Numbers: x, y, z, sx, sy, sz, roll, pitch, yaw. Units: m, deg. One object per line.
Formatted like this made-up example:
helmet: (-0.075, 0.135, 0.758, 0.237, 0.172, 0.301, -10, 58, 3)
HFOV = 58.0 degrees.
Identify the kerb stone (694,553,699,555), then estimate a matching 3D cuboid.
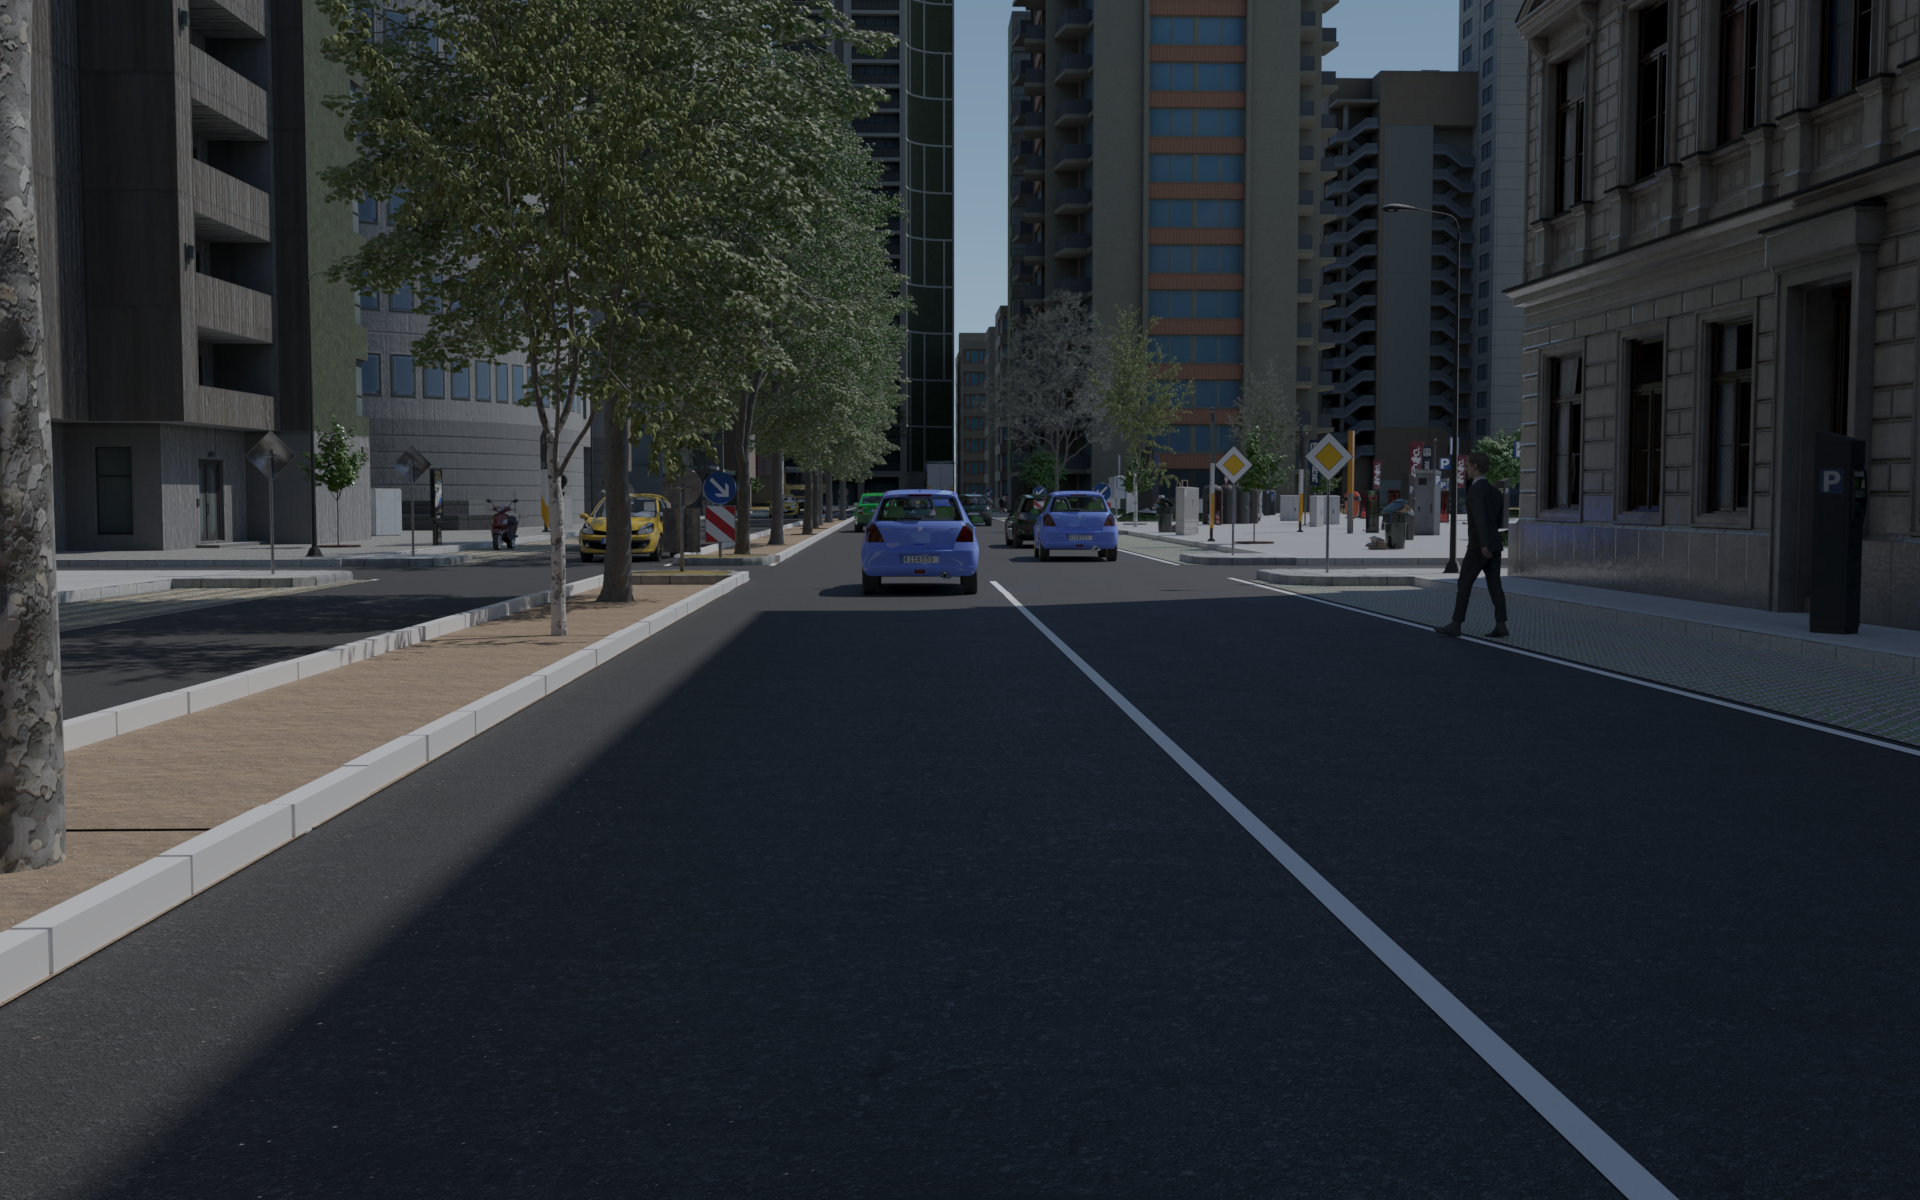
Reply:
kerb stone: (-6.029, -1.017, 38.898, 0.120, 0.150, 1.000, 0, 4, -2)

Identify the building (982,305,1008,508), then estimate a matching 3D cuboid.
building: (16.989, -20.096, 173.608, 27.650, 21.520, 28.899, 0, 4, -2)

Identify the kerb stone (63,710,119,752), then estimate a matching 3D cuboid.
kerb stone: (-5.006, 0.765, 9.683, 0.120, 0.150, 1.000, 0, 4, -2)

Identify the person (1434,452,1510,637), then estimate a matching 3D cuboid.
person: (5.129, -0.550, 17.264, 0.659, 1.850, 0.755, -3, 5, -42)

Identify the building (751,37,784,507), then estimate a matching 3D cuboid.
building: (-29.170, -33.714, 174.919, 21.600, 48.544, 21.300, 0, 4, -2)

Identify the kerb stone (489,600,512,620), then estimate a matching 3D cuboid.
kerb stone: (-5.360, 0.139, 19.918, 0.120, 0.150, 1.000, 0, 4, -2)

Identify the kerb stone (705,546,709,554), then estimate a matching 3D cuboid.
kerb stone: (-6.102, -1.147, 40.942, 0.120, 0.150, 1.000, 0, 4, -2)

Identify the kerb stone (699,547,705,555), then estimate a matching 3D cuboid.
kerb stone: (-6.065, -1.084, 39.920, 0.120, 0.150, 1.000, 0, 4, -2)

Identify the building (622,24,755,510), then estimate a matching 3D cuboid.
building: (-24.731, -30.241, 144.545, 14.600, 45.320, 14.200, 0, 4, -2)

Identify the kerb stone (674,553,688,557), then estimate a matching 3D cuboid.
kerb stone: (-5.964, -0.895, 36.834, 0.120, 0.150, 1.000, 0, 4, -2)

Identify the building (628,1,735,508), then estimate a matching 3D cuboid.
building: (-30.841, -32.643, 122.947, 28.713, 52.752, 27.495, 0, 4, -2)

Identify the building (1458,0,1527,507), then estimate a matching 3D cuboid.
building: (61.734, -45.250, 178.091, 20.611, 71.187, 20.563, 0, 4, -2)

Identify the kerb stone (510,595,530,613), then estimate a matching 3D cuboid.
kerb stone: (-5.403, 0.076, 20.953, 0.120, 0.150, 1.000, 0, 4, -2)

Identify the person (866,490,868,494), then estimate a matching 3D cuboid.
person: (-9.947, -10.866, 186.182, 1.348, 1.821, 0.705, 1, 4, 15)

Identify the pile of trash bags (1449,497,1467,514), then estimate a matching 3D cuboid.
pile of trash bags: (31.982, -6.164, 110.535, 1.912, 1.369, 3.447, 3, 5, 40)

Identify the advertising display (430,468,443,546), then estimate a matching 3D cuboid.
advertising display: (-13.124, -2.338, 43.435, 0.123, 1.923, 0.974, 0, 4, -6)

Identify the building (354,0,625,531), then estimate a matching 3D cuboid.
building: (-26.639, -32.334, 70.664, 21.231, 58.520, 28.212, 0, 4, -2)

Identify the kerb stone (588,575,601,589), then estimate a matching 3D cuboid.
kerb stone: (-5.585, -0.237, 26.077, 0.120, 0.150, 1.000, 0, 4, -2)

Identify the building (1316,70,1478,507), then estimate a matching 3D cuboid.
building: (44.255, -32.452, 180.707, 14.200, 45.320, 14.600, 0, 4, -2)

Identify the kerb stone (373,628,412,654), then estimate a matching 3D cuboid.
kerb stone: (-5.229, 0.390, 15.827, 0.120, 0.150, 1.000, 0, 4, -2)

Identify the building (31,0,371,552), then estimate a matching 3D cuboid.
building: (-23.433, -16.471, 40.995, 14.160, 30.474, 14.107, 0, 4, -2)

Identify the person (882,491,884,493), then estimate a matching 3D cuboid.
person: (-7.991, -10.376, 178.860, 1.217, 1.743, 0.721, -1, 4, -19)

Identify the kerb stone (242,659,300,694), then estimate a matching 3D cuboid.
kerb stone: (-5.114, 0.578, 12.754, 0.120, 0.150, 1.000, 0, 4, -2)

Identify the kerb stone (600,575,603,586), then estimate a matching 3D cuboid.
kerb stone: (-5.617, -0.300, 27.101, 0.120, 0.150, 1.000, 0, 4, -2)

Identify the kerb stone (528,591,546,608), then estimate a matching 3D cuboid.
kerb stone: (-5.443, 0.014, 21.974, 0.120, 0.150, 1.000, 0, 4, -2)

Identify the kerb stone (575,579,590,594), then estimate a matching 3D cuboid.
kerb stone: (-5.547, -0.175, 25.056, 0.120, 0.150, 1.000, 0, 4, -2)

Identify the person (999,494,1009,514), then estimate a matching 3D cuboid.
person: (3.167, -6.886, 124.271, 0.799, 1.438, 0.628, 0, 4, 7)

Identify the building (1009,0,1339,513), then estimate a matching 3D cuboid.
building: (15.287, -29.019, 129.089, 22.147, 44.769, 28.867, 0, 4, -2)

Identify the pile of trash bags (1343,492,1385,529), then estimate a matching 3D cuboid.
pile of trash bags: (15.736, -3.271, 63.238, 3.447, 1.369, 1.912, 1, 4, 21)

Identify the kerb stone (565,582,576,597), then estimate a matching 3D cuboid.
kerb stone: (-5.510, -0.110, 24.022, 0.120, 0.150, 1.000, 0, 4, -2)

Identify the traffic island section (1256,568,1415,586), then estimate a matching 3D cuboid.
traffic island section: (5.999, -0.363, 28.217, 2.009, 0.180, 2.903, 0, 4, -2)

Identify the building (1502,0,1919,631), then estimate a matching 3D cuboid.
building: (13.607, -9.362, 17.705, 10.561, 19.102, 19.286, 0, 4, -2)

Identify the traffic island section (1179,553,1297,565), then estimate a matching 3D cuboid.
traffic island section: (5.720, -0.851, 36.197, 2.009, 0.180, 2.903, 0, 4, -2)

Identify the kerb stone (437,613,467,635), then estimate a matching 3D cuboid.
kerb stone: (-5.295, 0.265, 17.870, 0.120, 0.150, 1.000, 0, 4, -2)

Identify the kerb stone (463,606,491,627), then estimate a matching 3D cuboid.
kerb stone: (-5.327, 0.202, 18.892, 0.120, 0.150, 1.000, 0, 4, -2)

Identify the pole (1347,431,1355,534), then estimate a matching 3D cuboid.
pole: (12.622, -3.798, 55.939, 0.158, 3.312, 0.155, 0, 3, 0)

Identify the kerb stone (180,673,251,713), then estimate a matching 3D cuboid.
kerb stone: (-5.072, 0.640, 11.733, 0.120, 0.150, 1.000, 0, 4, -2)

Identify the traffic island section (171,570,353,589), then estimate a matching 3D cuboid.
traffic island section: (-10.983, -0.327, 27.630, 2.009, 0.180, 2.903, 0, 4, -2)

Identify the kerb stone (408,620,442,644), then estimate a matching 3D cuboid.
kerb stone: (-5.258, 0.328, 16.849, 0.120, 0.150, 1.000, 0, 4, -2)

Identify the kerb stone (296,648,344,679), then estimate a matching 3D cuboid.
kerb stone: (-5.148, 0.520, 13.783, 0.120, 0.150, 1.000, 0, 4, -2)

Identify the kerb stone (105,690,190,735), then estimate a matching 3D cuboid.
kerb stone: (-5.046, 0.702, 10.711, 0.120, 0.150, 1.000, 0, 4, -2)

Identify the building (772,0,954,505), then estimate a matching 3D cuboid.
building: (-10.946, -46.764, 202.845, 20.611, 71.187, 20.563, 0, 4, -2)

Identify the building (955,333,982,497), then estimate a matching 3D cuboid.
building: (14.307, -22.256, 208.921, 28.899, 21.520, 27.650, 0, 4, -2)

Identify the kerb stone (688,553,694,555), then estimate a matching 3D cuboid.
kerb stone: (-5.996, -0.948, 37.867, 0.120, 0.150, 1.000, 0, 4, -2)

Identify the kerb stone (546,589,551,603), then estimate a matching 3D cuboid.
kerb stone: (-5.462, -0.046, 22.997, 0.120, 0.150, 1.000, 0, 4, -2)

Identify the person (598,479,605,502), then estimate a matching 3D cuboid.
person: (-8.567, -2.051, 42.135, 0.767, 1.812, 0.694, 0, 4, -5)

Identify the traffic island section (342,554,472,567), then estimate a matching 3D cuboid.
traffic island section: (-11.262, -0.815, 35.610, 2.009, 0.180, 2.903, 0, 4, -2)

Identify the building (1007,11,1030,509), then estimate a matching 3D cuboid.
building: (11.052, -28.593, 151.094, 14.154, 41.232, 14.086, 0, 4, -2)

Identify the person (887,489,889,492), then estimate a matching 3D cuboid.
person: (-5.928, -8.107, 140.911, 0.709, 1.838, 0.599, 3, 4, 36)

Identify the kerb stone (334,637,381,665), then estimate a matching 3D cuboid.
kerb stone: (-5.187, 0.452, 14.804, 0.120, 0.150, 1.000, 0, 4, -2)
